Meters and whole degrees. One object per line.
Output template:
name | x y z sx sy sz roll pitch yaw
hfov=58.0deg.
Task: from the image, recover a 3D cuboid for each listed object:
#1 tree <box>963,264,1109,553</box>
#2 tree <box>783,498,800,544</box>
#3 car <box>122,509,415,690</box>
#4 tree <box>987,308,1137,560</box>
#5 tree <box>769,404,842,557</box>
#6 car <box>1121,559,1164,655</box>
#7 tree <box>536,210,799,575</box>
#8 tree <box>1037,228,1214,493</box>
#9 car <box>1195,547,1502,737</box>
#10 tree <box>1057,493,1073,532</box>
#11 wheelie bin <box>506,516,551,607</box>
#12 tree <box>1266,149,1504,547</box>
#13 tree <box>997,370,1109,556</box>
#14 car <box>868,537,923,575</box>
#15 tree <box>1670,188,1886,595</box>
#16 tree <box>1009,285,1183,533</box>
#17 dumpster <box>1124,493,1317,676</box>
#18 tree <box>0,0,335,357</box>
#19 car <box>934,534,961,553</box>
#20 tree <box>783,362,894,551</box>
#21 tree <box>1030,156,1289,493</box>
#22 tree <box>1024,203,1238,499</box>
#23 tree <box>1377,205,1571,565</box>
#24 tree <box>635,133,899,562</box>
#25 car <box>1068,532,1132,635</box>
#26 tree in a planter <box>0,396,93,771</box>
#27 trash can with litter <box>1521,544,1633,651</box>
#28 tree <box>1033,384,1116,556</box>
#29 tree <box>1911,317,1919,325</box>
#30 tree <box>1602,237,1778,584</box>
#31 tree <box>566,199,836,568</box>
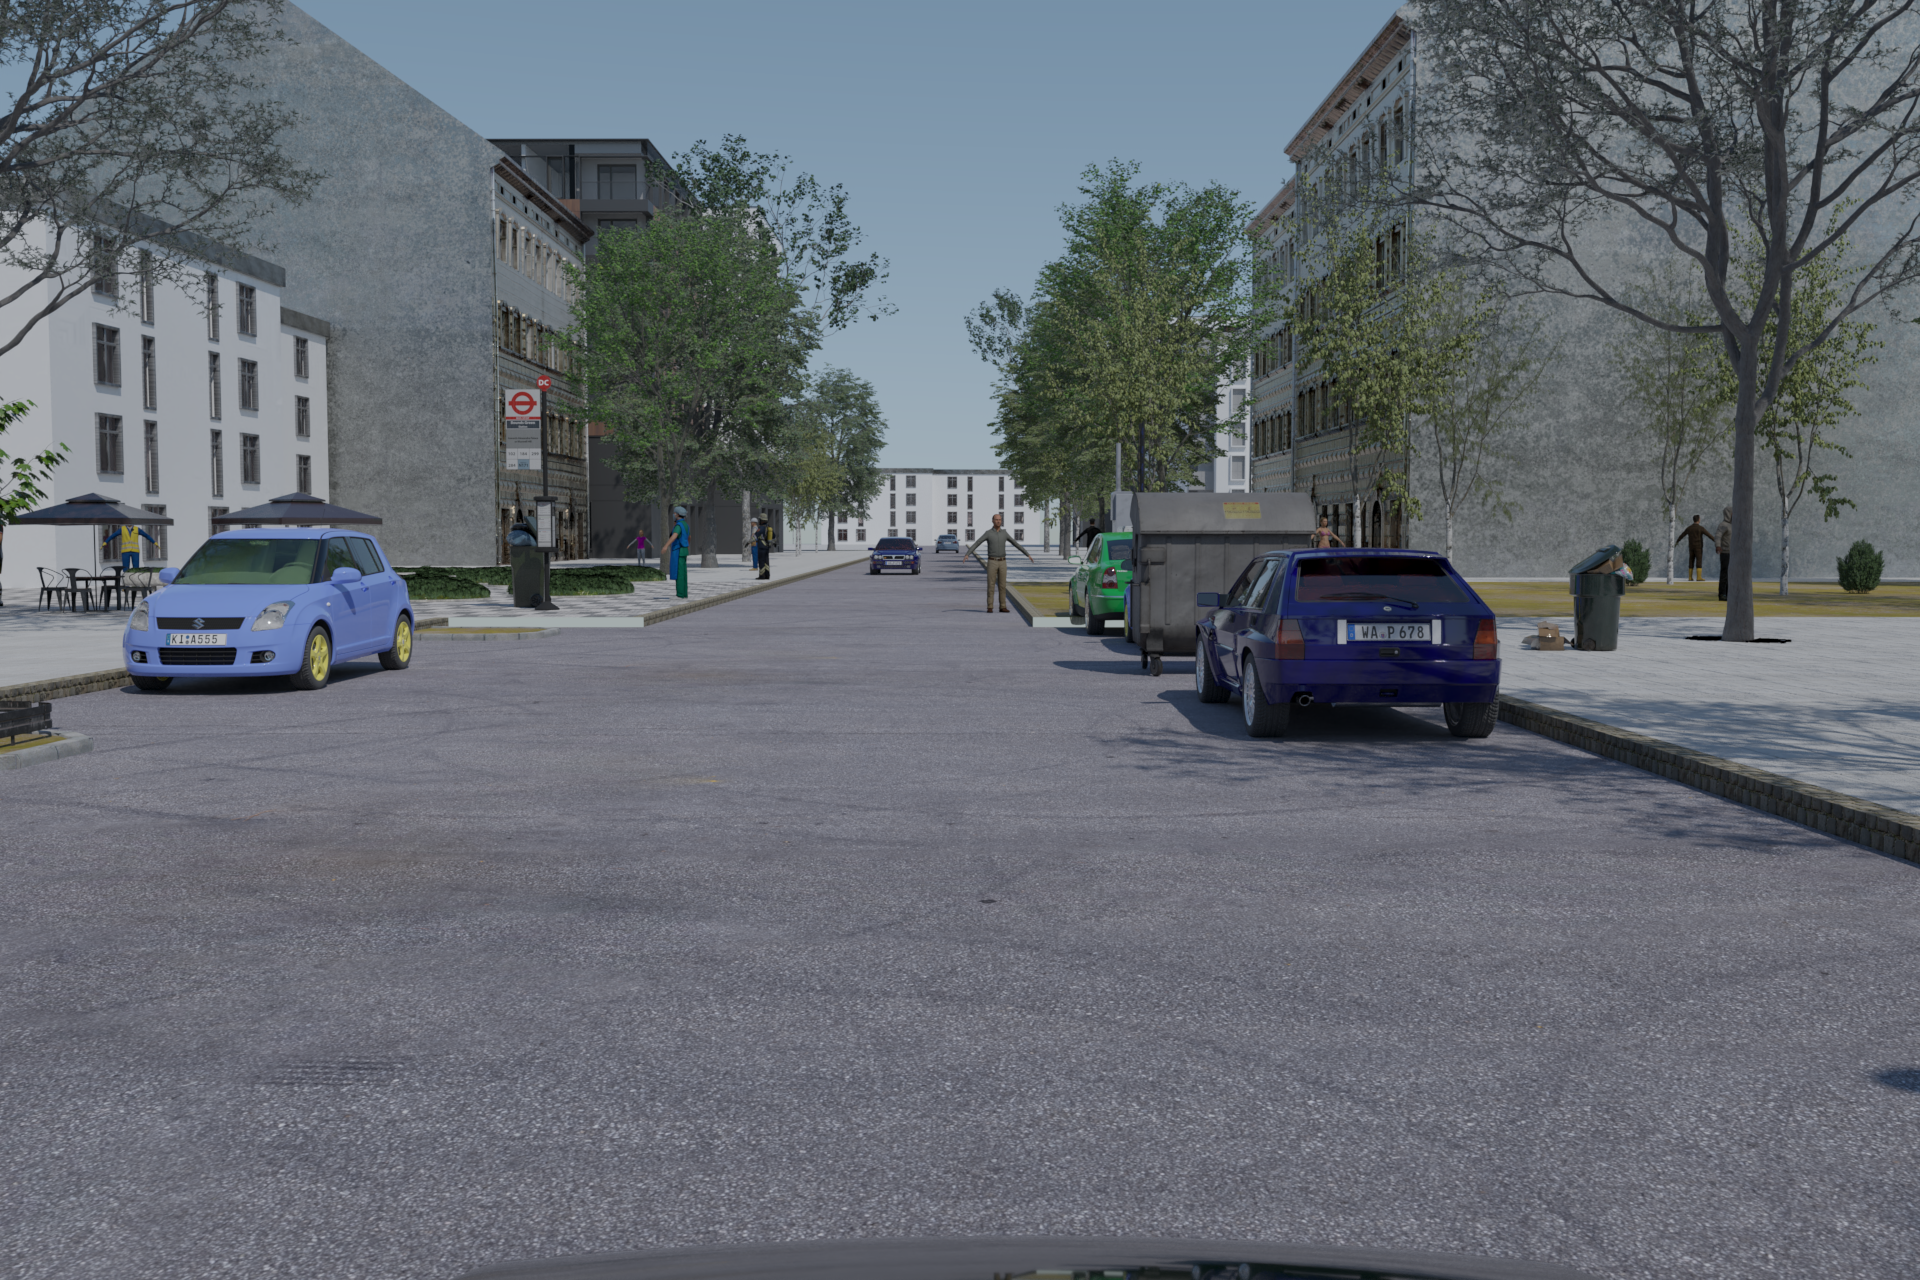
tree | 7.399 -16.105 119.208 12.611 20.169 13.585 0 3 0
tree | -21.666 -16.640 222.432 4.737 8.622 4.395 0 3 0
car | -6.710 -0.455 17.024 1.945 1.707 3.694 0 4 0
tree | 4.862 -10.204 84.955 7.486 12.596 7.792 0 3 0
tree | -9.069 -9.040 98.166 4.737 8.622 4.395 0 3 0
car | 3.022 -0.743 21.743 1.945 1.707 3.694 0 4 0
tree | -9.187 -7.875 54.508 9.928 11.665 9.643 0 3 0
tree | 4.160 -5.541 40.950 4.737 8.622 4.395 0 3 0
car | 2.890 -0.059 13.545 1.945 1.354 3.894 0 3 0
tree | 14.375 -16.445 219.237 4.737 8.622 4.395 0 3 0
wheelie bin | -7.560 -1.377 30.416 0.693 1.594 0.980 0 4 -1
tree | 7.929 -5.082 33.453 4.737 8.622 4.395 0 3 0
tree | 5.643 -11.273 102.437 7.486 12.596 7.792 0 3 0
car | -2.293 -3.013 61.845 1.945 1.354 3.894 0 4 0
tree | 17.177 -5.242 36.063 4.737 8.622 4.395 0 3 0
tree | 5.620 -8.822 69.993 9.928 11.665 9.643 0 3 0
dumpster | 2.672 -0.591 17.885 1.865 1.857 1.264 0 4 0
tree | -12.458 -6.759 20.887 12.009 13.543 11.850 0 3 0
car | -0.953 -7.200 129.720 2.014 1.417 4.499 0 4 0
tree | -9.662 -13.679 130.305 9.857 13.997 8.962 0 3 0
tree | 5.591 -7.499 48.365 9.928 11.665 9.643 0 3 0
tree | 5.863 -8.635 59.315 7.486 12.596 7.792 0 3 0
tree | 11.094 -5.445 39.390 4.360 8.622 3.978 0 3 0
tree | -9.233 -13.739 80.524 12.611 20.169 13.585 0 3 0
car | 2.651 -1.052 26.003 1.959 1.807 4.718 0 4 -1
tree in a planter | -6.731 -0.836 10.889 1.991 3.239 1.994 0 4 0
trash can with litter | 6.784 -0.469 19.050 1.055 1.170 0.624 0 4 0
tree | 5.265 -7.800 77.885 4.737 8.622 4.395 0 3 0
tree | 27.097 -7.586 42.152 7.486 12.596 7.792 0 3 0
tree | 17.883 -5.725 43.960 4.360 8.622 3.978 0 3 0
tree | -9.584 -9.690 65.090 9.857 13.997 8.962 0 3 0
